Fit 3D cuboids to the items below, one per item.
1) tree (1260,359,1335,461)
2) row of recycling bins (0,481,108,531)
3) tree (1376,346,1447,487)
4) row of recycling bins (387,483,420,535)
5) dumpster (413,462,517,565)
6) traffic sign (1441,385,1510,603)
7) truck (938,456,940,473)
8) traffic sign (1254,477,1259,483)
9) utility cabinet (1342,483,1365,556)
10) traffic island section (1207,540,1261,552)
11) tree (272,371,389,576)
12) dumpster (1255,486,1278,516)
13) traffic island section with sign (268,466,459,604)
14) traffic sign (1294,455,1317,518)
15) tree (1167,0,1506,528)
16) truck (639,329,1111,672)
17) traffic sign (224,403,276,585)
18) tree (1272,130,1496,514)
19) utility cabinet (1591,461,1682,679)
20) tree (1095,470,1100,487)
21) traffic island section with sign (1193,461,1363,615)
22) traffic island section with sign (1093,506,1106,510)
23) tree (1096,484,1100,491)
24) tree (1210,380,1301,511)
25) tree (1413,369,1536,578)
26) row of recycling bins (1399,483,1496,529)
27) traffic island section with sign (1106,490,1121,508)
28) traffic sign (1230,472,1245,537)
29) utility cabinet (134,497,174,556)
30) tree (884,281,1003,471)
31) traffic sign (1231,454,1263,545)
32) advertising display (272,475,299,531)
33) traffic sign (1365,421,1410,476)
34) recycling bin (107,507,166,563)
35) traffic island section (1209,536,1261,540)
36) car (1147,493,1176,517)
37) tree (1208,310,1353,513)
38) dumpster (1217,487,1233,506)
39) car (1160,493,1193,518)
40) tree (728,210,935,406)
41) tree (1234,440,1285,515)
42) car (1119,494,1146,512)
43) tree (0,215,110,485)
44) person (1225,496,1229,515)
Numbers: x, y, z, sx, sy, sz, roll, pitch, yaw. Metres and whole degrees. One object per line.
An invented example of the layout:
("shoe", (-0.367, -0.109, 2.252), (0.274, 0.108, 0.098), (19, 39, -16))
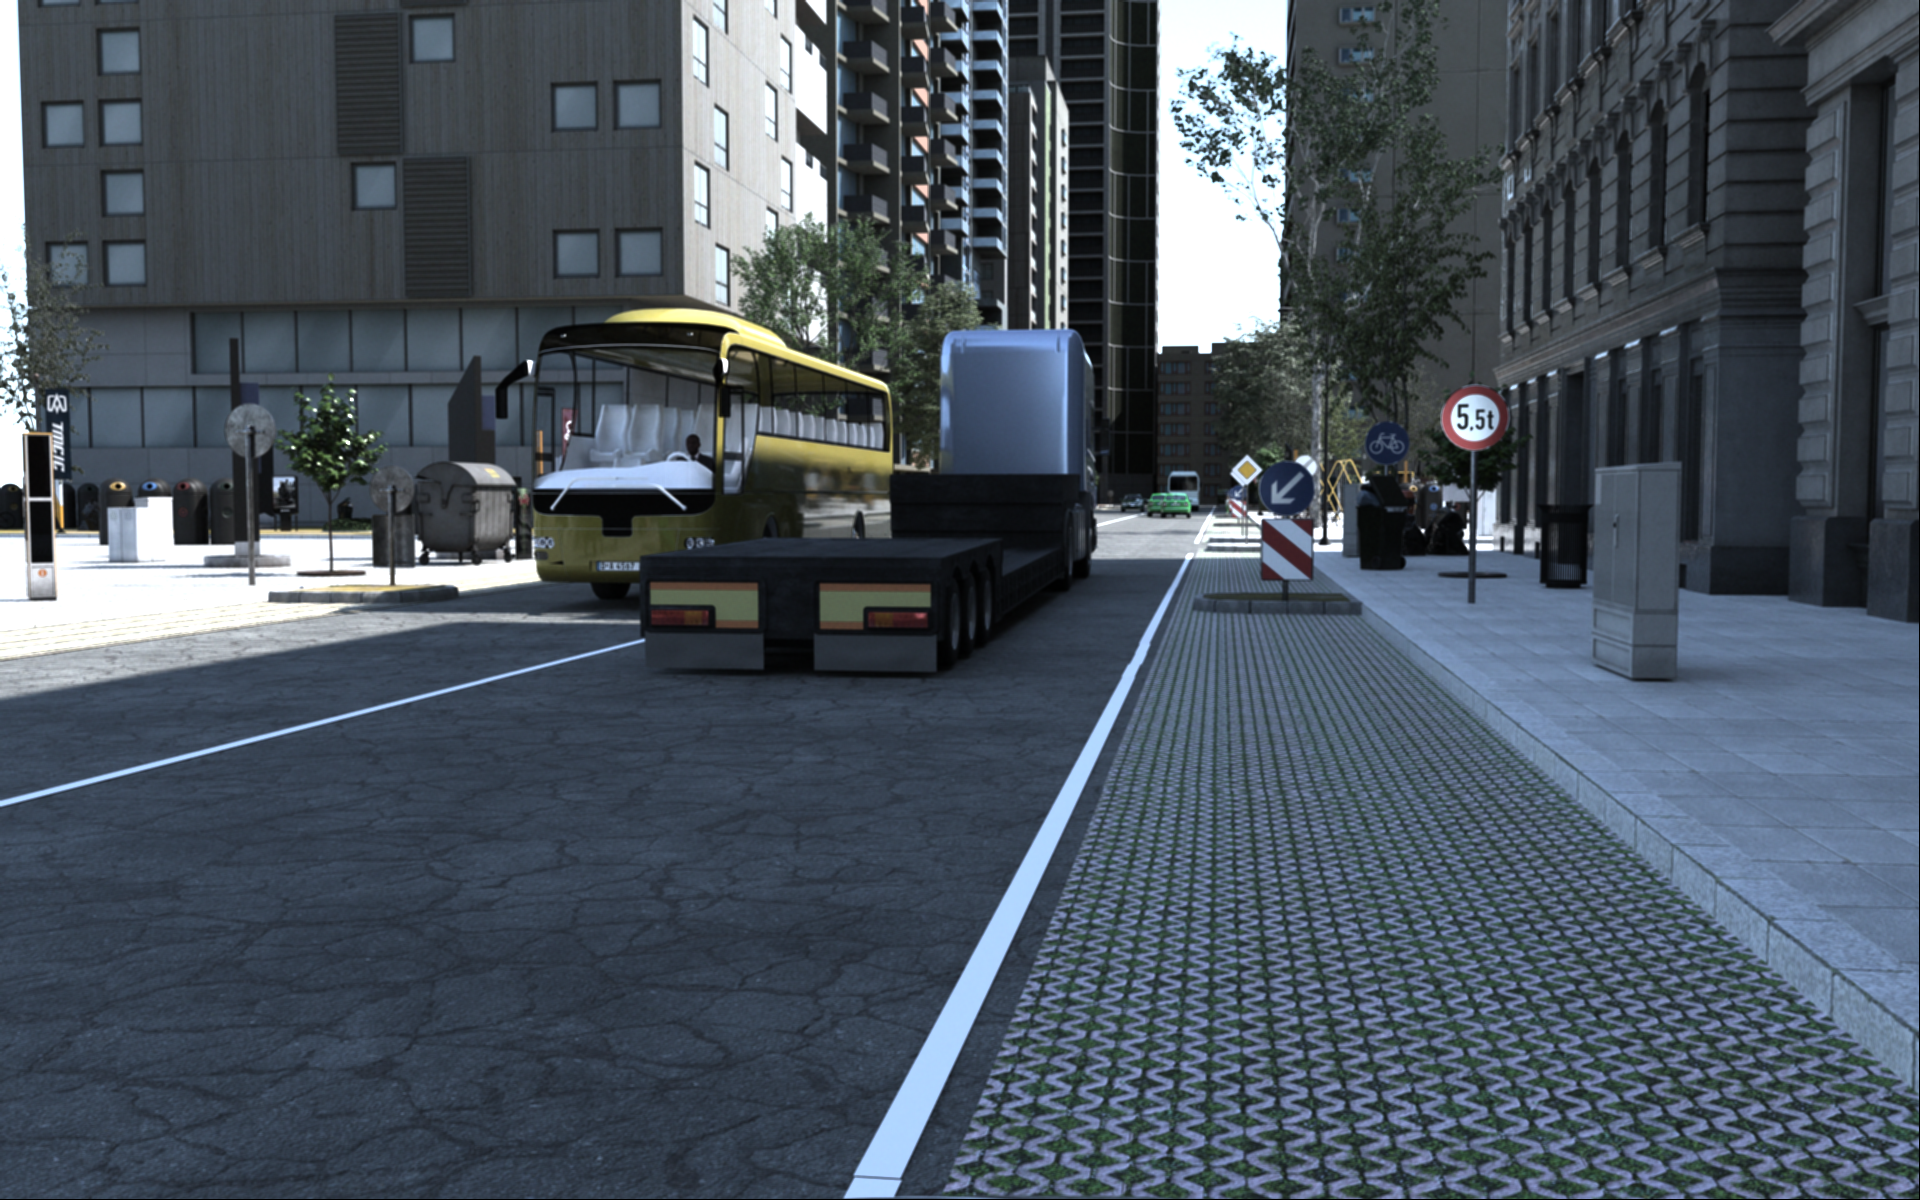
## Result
("tree", (18.320, -8.877, 95.495), (4.360, 8.622, 3.978), (0, 3, 0))
("row of recycling bins", (-34.184, -3.545, 65.066), (3.534, 1.692, 1.069), (-1, 4, -11))
("tree", (22.385, -8.243, 85.133), (4.360, 8.622, 3.978), (0, 3, 0))
("row of recycling bins", (-16.494, -2.924, 54.912), (3.534, 1.692, 1.069), (0, 4, 8))
("dumpster", (-9.101, -1.598, 31.881), (1.264, 1.857, 1.865), (1, 4, 8))
("traffic sign", (6.012, -1.234, 20.274), (0.768, 2.556, 0.104), (1, 4, 13))
("truck", (1.212, -4.501, 62.509), (2.839, 4.237, 11.283), (0, 4, 7))
("traffic sign", (19.487, -6.882, 112.628), (0.768, 2.556, 0.104), (1, 4, 18))
("utility cabinet", (8.119, -1.649, 35.648), (0.318, 1.500, 1.173), (1, 4, 22))
("traffic island section", (7.257, -1.313, 43.754), (2.009, 0.180, 2.903), (1, 4, 9))
("tree", (-9.830, -2.004, 27.369), (1.663, 3.219, 1.824), (0, 3, 0))
("dumpster", (18.191, -6.096, 102.170), (1.502, 2.255, 1.985), (1, 4, 9))
("traffic island section with sign", (-7.944, -0.908, 23.471), (1.989, 1.847, 2.006), (1, 4, 9))
("traffic sign", (11.238, -3.448, 56.473), (0.768, 2.556, 0.104), (1, 4, 13))
("tree", (14.417, -12.684, 63.278), (12.611, 20.169, 13.585), (0, 3, 0))
("truck", (0.006, -2.014, 22.692), (2.967, 4.110, 18.799), (1, 4, 8))
("traffic sign", (-9.974, -1.481, 24.326), (0.768, 2.556, 0.104), (1, 4, 9))
("tree", (8.458, -5.144, 34.466), (4.737, 8.622, 4.395), (0, 3, 0))
("utility cabinet", (4.800, -0.225, 12.364), (0.318, 1.500, 1.173), (0, 4, 7))
("tree", (13.466, -12.467, 187.553), (4.285, 4.588, 4.351), (0, 3, 0))
("traffic island section with sign", (3.905, -0.784, 21.441), (1.989, 1.847, 2.006), (1, 4, 9))
("traffic island section with sign", (11.742, -8.895, 154.065), (1.989, 1.847, 2.006), (1, 4, 9))
("tree", (13.705, -11.517, 182.905), (1.663, 3.219, 1.824), (0, 3, 0))
("tree", (22.801, -11.980, 130.291), (8.767, 10.594, 7.601), (1, 4, 18))
("tree", (7.965, -1.978, 26.944), (1.663, 3.219, 1.824), (0, 3, 0))
("row of recycling bins", (17.669, -3.438, 63.326), (3.534, 1.692, 1.069), (0, 4, 4))
("traffic island section with sign", (15.759, -10.526, 180.721), (1.989, 1.847, 2.006), (1, 4, 9))
("traffic sign", (8.423, -2.932, 51.577), (0.795, 2.450, 0.064), (1, 4, 9))
("utility cabinet", (-16.660, -1.507, 35.803), (0.306, 1.237, 1.020), (0, 4, 3))
("tree", (-0.699, -10.678, 92.715), (7.486, 12.596, 7.792), (0, 3, 0))
("traffic sign", (7.233, -2.449, 43.681), (0.795, 2.450, 0.064), (1, 4, 9))
("advertising display", (-23.430, -3.360, 60.143), (0.974, 1.923, 0.123), (1, 4, 15))
("traffic sign", (7.490, -1.854, 30.424), (0.768, 2.556, 0.104), (1, 4, 18))
("recycling bin", (-15.520, -1.229, 32.653), (0.722, 1.027, 0.722), (1, 4, 20))
("traffic island section", (8.447, -1.796, 51.650), (2.009, 0.180, 2.903), (1, 4, 9))
("car", (12.797, -6.174, 109.738), (1.959, 1.807, 4.718), (0, 4, 8))
("tree", (21.910, -13.044, 119.917), (9.857, 13.997, 8.962), (0, 3, 0))
("dumpster", (30.532, -11.897, 199.460), (1.985, 2.255, 1.502), (0, 4, 7))
("car", (13.034, -5.849, 104.421), (1.959, 1.807, 4.718), (0, 4, 8))
("tree", (-4.999, -8.360, 62.435), (9.928, 11.665, 9.643), (0, 3, 0))
("tree", (19.113, -7.444, 105.423), (4.285, 4.588, 4.351), (0, 3, 0))
("car", (13.947, -7.819, 139.642), (2.131, 1.459, 4.920), (0, 4, 7))
("tree", (-24.201, -5.799, 45.170), (4.360, 8.622, 3.978), (0, 3, 0))
("person", (17.418, -6.123, 112.862), (0.306, 1.304, 0.590), (2, 4, 25))
